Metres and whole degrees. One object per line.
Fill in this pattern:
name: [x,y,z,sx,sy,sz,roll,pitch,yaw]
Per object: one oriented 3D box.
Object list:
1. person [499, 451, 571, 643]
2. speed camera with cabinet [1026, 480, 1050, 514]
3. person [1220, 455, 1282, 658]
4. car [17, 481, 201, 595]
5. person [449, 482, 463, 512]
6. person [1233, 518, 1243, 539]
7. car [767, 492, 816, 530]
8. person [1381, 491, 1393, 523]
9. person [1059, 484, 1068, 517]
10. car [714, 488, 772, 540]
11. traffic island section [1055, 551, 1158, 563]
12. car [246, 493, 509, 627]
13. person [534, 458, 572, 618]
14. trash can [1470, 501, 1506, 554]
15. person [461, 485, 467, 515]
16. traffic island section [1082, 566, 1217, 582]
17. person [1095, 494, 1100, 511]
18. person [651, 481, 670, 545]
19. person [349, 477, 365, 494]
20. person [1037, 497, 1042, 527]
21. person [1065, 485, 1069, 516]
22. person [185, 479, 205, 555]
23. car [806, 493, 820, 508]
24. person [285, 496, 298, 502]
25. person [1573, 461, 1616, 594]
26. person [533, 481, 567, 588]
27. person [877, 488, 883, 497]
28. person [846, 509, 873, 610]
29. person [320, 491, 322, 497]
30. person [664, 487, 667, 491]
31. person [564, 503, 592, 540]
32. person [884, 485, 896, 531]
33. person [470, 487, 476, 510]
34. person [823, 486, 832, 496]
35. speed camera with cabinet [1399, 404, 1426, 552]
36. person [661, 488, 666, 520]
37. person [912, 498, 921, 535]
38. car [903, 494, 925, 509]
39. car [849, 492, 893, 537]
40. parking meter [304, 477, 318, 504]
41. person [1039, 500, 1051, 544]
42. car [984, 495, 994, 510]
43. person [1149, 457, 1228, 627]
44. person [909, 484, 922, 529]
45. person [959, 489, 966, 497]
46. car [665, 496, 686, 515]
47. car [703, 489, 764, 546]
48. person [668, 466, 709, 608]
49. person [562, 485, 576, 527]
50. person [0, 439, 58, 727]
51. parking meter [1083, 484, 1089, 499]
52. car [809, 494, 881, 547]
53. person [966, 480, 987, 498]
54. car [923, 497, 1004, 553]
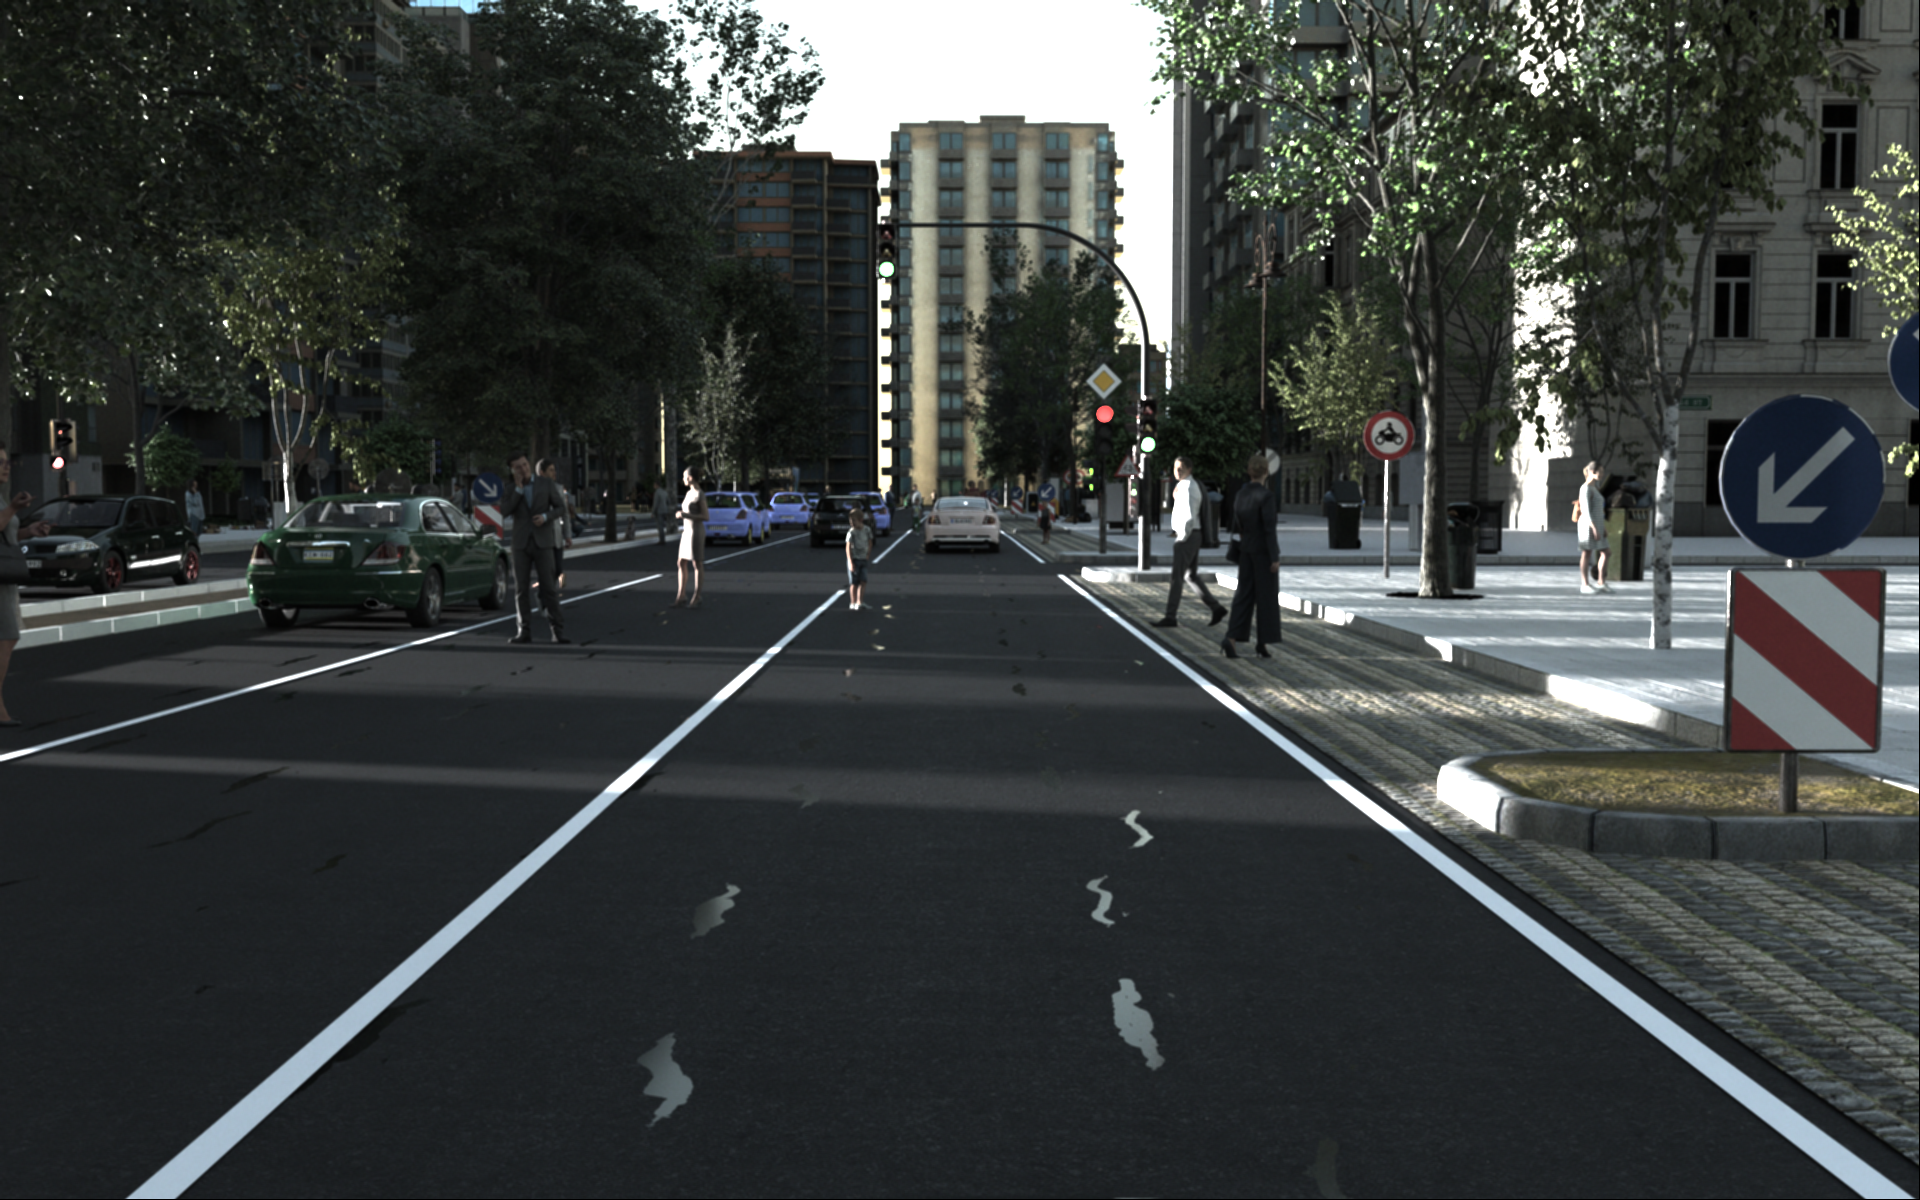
person: [-4.080,-0.509,16.629,0.655,1.846,0.447,0,4,-8]
speed camera with cabinet: [5.210,-7.012,108.989,2.038,3.252,0.660,1,4,11]
person: [2.560,-0.372,15.003,0.576,1.772,0.534,3,4,36]
car: [-12.794,-0.968,25.612,2.009,1.686,4.222,0,4,-1]
person: [-16.056,-2.843,55.164,0.511,1.800,0.466,3,4,36]
person: [5.976,-1.603,36.918,0.373,1.253,0.362,-1,4,-9]
car: [-6.793,-3.685,69.838,1.945,1.707,3.694,0,3,0]
person: [18.762,-4.222,76.078,0.512,1.701,0.522,1,4,14]
person: [5.611,-5.476,95.676,0.767,1.812,0.694,3,5,43]
car: [-7.036,-2.814,55.594,1.945,1.707,3.694,0,4,-1]
traffic island section: [3.099,-0.919,37.314,2.009,0.180,2.903,0,4,0]
car: [-6.595,-0.508,20.098,2.131,1.459,4.920,0,4,0]
person: [-4.876,-0.726,20.223,0.661,1.843,0.795,-3,5,-41]
trash can: [11.272,-1.553,37.037,0.748,1.137,0.748,0,3,0]
person: [-28.079,-5.611,97.961,0.419,1.800,0.721,-1,4,-10]
traffic island section: [3.137,-0.431,29.329,2.009,0.180,2.903,0,4,0]
person: [8.922,-6.437,112.037,0.760,1.731,0.466,2,4,25]
person: [-8.484,-2.471,48.994,0.391,1.810,0.635,1,4,16]
person: [-12.192,-1.611,35.186,0.721,1.781,0.623,-3,5,-44]
person: [3.520,-4.041,74.825,0.529,1.795,0.600,-2,4,-26]
person: [6.352,-5.778,100.863,0.601,1.785,0.444,-1,4,-22]
person: [-18.040,-1.959,40.795,0.793,1.790,0.793,-3,4,-36]
car: [-13.314,-8.950,155.930,1.945,1.707,3.694,0,4,-1]
person: [-29.108,-4.221,75.403,0.624,1.780,0.694,3,5,41]
person: [8.165,-0.936,22.356,0.522,1.701,0.512,2,4,35]
person: [-6.219,-1.087,26.365,0.778,1.811,0.616,3,4,36]
person: [-4.684,-5.607,100.407,0.641,1.798,0.478,0,4,-4]
person: [-1.241,-0.510,21.531,0.332,1.250,0.352,1,4,9]
person: [-33.699,-5.181,90.624,0.818,1.842,0.514,1,4,9]
person: [-16.402,-5.356,96.248,0.709,1.800,0.728,0,4,6]
person: [-11.856,-2.418,53.539,0.738,1.151,1.012,3,5,42]
person: [-2.740,-3.603,67.586,0.419,1.800,0.721,2,4,25]
person: [-29.740,-6.074,105.576,0.641,1.798,0.478,2,4,24]
person: [-5.243,-3.679,69.075,0.576,1.772,0.534,1,4,14]
speed camera with cabinet: [10.353,-2.724,38.876,0.660,3.252,2.038,2,4,27]
person: [-16.053,-5.184,93.657,0.834,1.777,0.661,-3,4,-39]
person: [-1.506,-2.900,60.169,0.306,1.304,0.590,0,4,-8]
car: [-4.609,-9.871,173.191,2.131,1.459,4.920,0,4,0]
car: [-3.262,-3.052,59.487,1.945,1.707,3.694,0,4,-1]
parking meter: [-22.542,-3.332,60.184,0.255,1.863,0.399,2,4,27]
person: [2.437,-2.221,49.480,0.373,1.253,0.362,-3,5,-43]
car: [2.243,-8.835,157.034,1.945,1.354,3.894,0,4,-1]
person: [2.457,-0.611,18.595,0.850,1.850,0.679,0,4,4]
person: [-1.835,-3.787,70.510,0.679,1.850,0.850,3,5,40]
person: [0.174,-5.576,100.679,0.512,1.701,0.522,-3,4,-36]
car: [-16.571,-5.452,101.720,1.945,1.354,3.894,0,4,-2]
car: [-6.526,-2.390,48.666,1.945,1.707,3.694,0,4,1]
person: [-3.399,-0.789,21.739,0.374,1.781,0.599,-2,4,-33]
person: [-16.056,-3.791,70.579,0.778,1.811,0.616,0,4,-6]
person: [-5.931,-0.115,10.744,0.532,1.782,0.716,-1,4,-18]
parking meter: [6.660,-5.242,91.412,0.255,1.863,0.399,-1,4,-14]
car: [-3.206,-2.332,47.911,2.009,1.686,4.222,0,4,-1]
person: [0.483,-2.488,49.151,0.580,1.828,0.573,-1,4,-9]
car: [0.084,-1.922,43.782,2.083,1.381,4.827,0,4,1]
